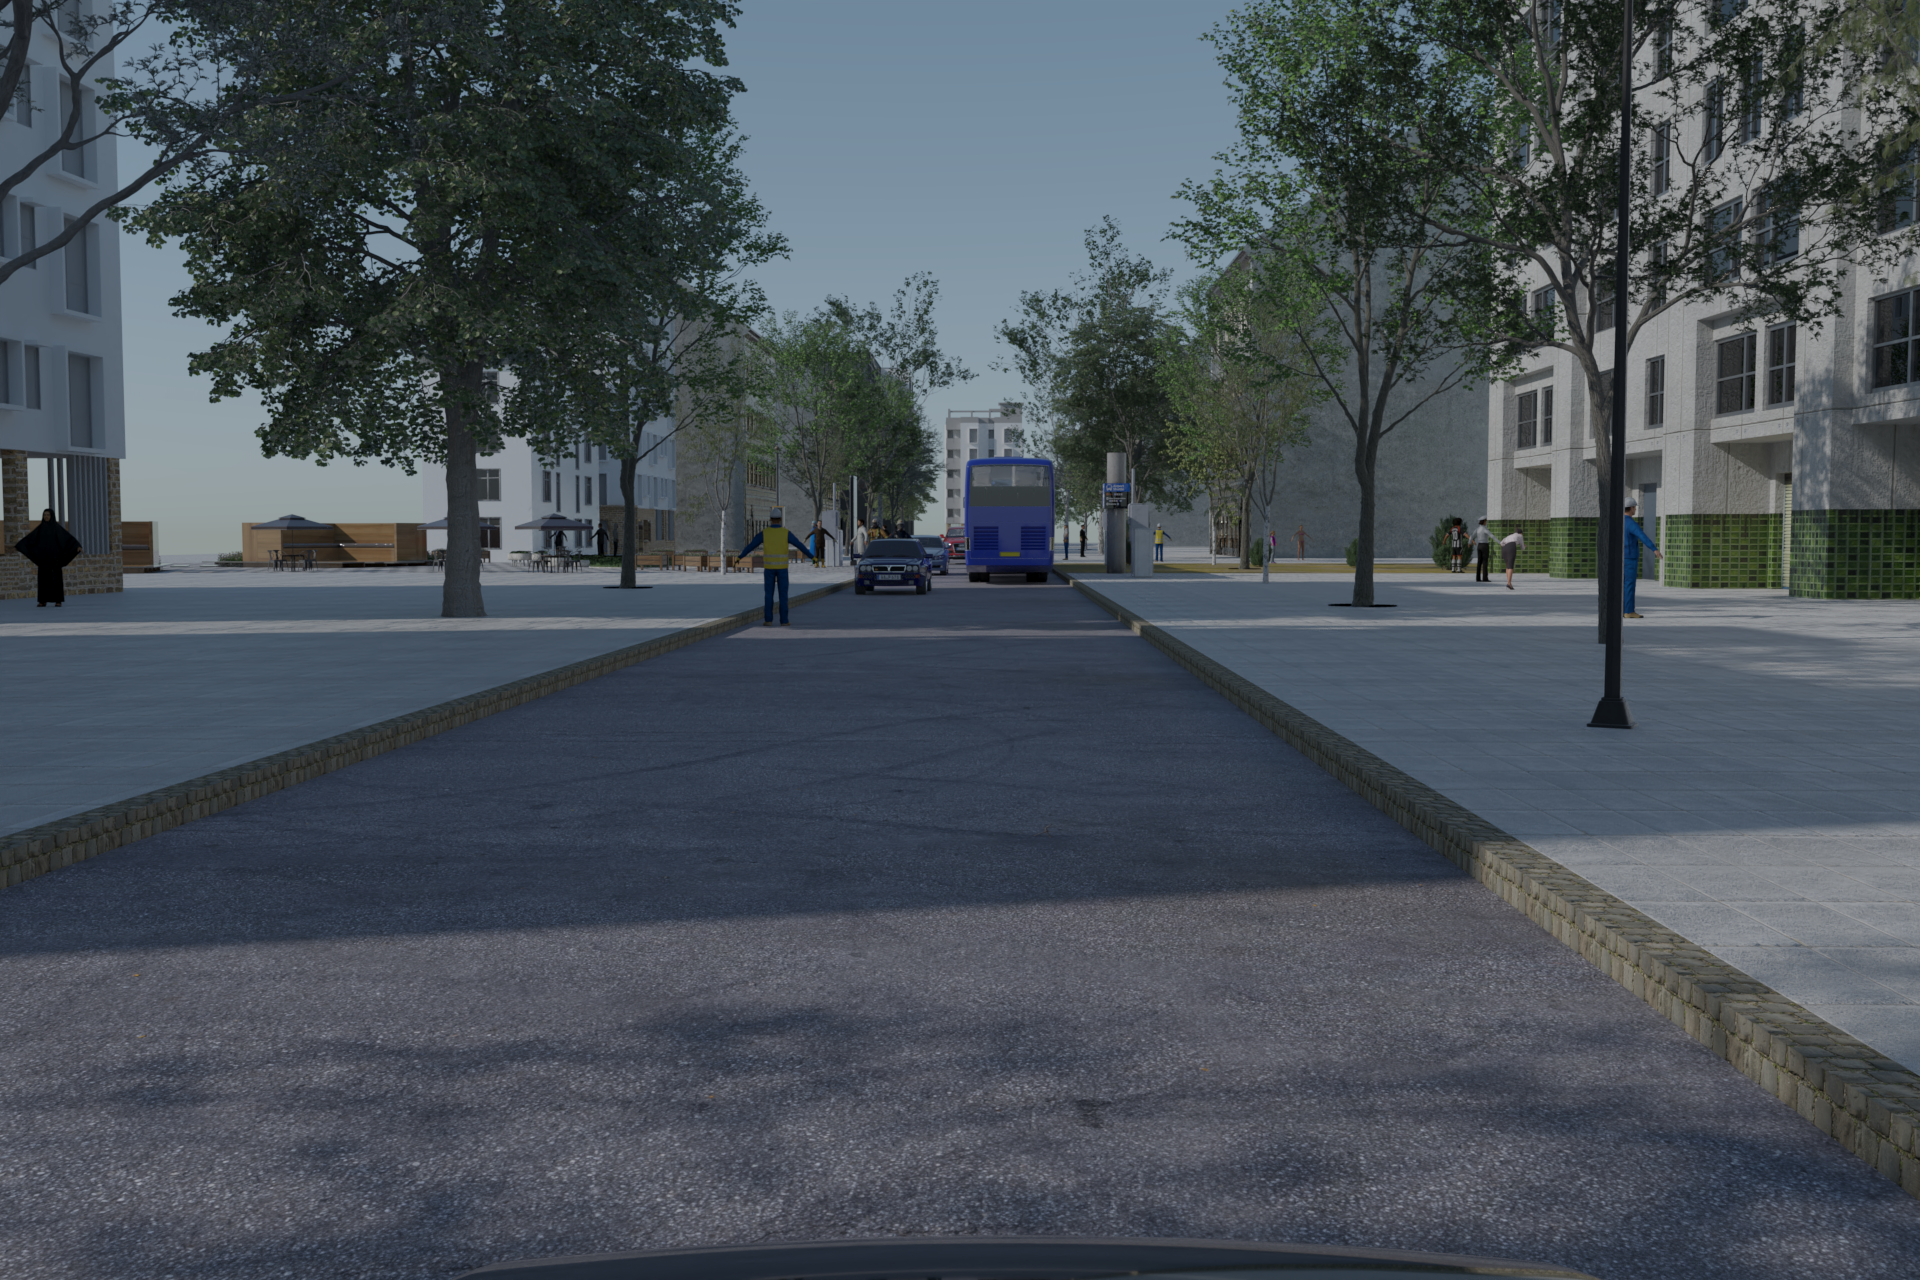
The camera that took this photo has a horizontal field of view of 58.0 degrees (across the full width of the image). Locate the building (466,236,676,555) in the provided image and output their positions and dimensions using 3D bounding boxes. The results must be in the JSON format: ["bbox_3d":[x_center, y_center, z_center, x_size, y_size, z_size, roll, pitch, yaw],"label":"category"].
[{"bbox_3d":[-25.426,-15.512,110.046,16.016,20.090,11.380,0,4,1],"label":"building"}]

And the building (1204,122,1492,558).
[{"bbox_3d":[24.894,-16.473,100.268,19.493,23.208,18.063,0,4,2],"label":"building"}]

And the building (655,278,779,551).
[{"bbox_3d":[-24.775,-18.674,136.253,19.493,23.208,18.063,0,4,2],"label":"building"}]

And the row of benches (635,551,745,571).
[{"bbox_3d":[-9.474,-2.793,61.134,4.104,0.672,1.422,1,4,14],"label":"row of benches"}]

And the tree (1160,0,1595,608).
[{"bbox_3d":[7.159,-6.381,30.082,9.928,11.665,9.643,0,3,0],"label":"tree"}]

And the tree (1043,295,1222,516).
[{"bbox_3d":[9.129,-11.303,91.455,9.857,13.997,8.962,0,3,0],"label":"tree"}]

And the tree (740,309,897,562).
[{"bbox_3d":[-6.616,-9.420,79.778,9.928,11.665,9.643,0,3,0],"label":"tree"}]

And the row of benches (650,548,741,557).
[{"bbox_3d":[-11.727,-3.722,76.321,4.104,0.672,1.422,0,4,-6],"label":"row of benches"}]

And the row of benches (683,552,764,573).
[{"bbox_3d":[-7.824,-2.595,57.883,1.422,0.672,4.104,-3,5,-43],"label":"row of benches"}]

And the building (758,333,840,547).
[{"bbox_3d":[-22.714,-21.415,181.064,19.493,23.208,18.063,0,4,1],"label":"building"}]

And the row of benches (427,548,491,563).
[{"bbox_3d":[-22.652,-3.736,76.550,4.104,0.672,1.422,-3,5,-39],"label":"row of benches"}]

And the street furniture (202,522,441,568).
[{"bbox_3d":[-25.057,-3.869,70.118,11.010,1.723,9.812,1,4,20],"label":"street furniture"}]

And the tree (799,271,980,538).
[{"bbox_3d":[-4.239,-16.361,123.390,12.611,20.169,13.585,0,3,0],"label":"tree"}]

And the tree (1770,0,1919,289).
[{"bbox_3d":[7.019,-3.786,12.267,4.360,8.622,3.978,0,3,0],"label":"tree"}]

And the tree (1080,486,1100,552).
[{"bbox_3d":[9.926,-10.466,121.482,4.737,8.622,4.395,0,3,0],"label":"tree"}]

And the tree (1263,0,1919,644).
[{"bbox_3d":[7.722,-5.252,20.285,8.767,10.594,7.601,1,4,14],"label":"tree"}]

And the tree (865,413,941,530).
[{"bbox_3d":[-5.417,-14.706,158.566,7.486,12.596,7.792,0,3,0],"label":"tree"}]

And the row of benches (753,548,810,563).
[{"bbox_3d":[-7.698,-3.740,76.604,1.422,0.672,4.104,2,4,29],"label":"row of benches"}]

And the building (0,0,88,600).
[{"bbox_3d":[-23.789,-10.302,24.865,16.016,20.090,11.380,0,4,2],"label":"building"}]

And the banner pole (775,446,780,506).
[{"bbox_3d":[-5.197,-3.644,49.604,0.401,3.779,0.863,0,4,1],"label":"banner pole"}]

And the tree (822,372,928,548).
[{"bbox_3d":[-5.680,-11.284,110.245,9.928,11.665,9.643,0,3,0],"label":"tree"}]

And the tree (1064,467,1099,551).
[{"bbox_3d":[9.408,-10.889,128.405,4.737,8.622,4.395,0,3,0],"label":"tree"}]

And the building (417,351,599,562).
[{"bbox_3d":[-23.919,-9.267,93.666,9.099,9.664,28.070,0,4,1],"label":"building"}]

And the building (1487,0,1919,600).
[{"bbox_3d":[25.553,-10.705,41.484,16.747,18.905,31.486,0,4,2],"label":"building"}]

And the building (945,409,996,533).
[{"bbox_3d":[-1.776,-24.042,251.971,11.380,20.090,16.016,0,4,-6],"label":"building"}]

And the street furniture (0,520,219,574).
[{"bbox_3d":[-31.140,-3.192,59.039,11.010,1.723,9.812,-1,4,-19],"label":"street furniture"}]

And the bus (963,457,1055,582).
[{"bbox_3d":[1.473,-3.841,54.355,2.896,3.916,12.251,0,4,1],"label":"bus"}]

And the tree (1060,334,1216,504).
[{"bbox_3d":[8.423,-8.904,79.992,8.767,10.594,7.601,3,4,39],"label":"tree"}]

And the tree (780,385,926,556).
[{"bbox_3d":[-6.502,-10.153,100.407,8.767,10.594,7.601,-1,4,-22],"label":"tree"}]

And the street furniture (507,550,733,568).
[{"bbox_3d":[-13.182,-3.226,68.368,10.072,0.657,5.734,2,4,35],"label":"street furniture"}]

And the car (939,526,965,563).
[{"bbox_3d":[0.165,-4.581,83.565,2.281,1.827,5.304,0,4,1],"label":"car"}]

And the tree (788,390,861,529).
[{"bbox_3d":[-6.567,-8.426,88.135,4.360,8.622,3.978,0,3,0],"label":"tree"}]

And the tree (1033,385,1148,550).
[{"bbox_3d":[10.367,-14.107,141.026,12.009,13.543,11.850,0,3,0],"label":"tree"}]

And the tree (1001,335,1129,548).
[{"bbox_3d":[9.724,-18.795,163.187,12.611,20.169,13.585,0,3,0],"label":"tree"}]

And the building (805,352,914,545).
[{"bbox_3d":[-20.229,-22.422,210.569,27.936,21.610,32.646,0,4,1],"label":"building"}]

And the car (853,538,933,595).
[{"bbox_3d":[-1.602,-1.816,42.278,1.945,1.354,3.894,0,4,2],"label":"car"}]

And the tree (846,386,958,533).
[{"bbox_3d":[-5.381,-14.094,140.804,12.009,13.543,11.850,0,3,0],"label":"tree"}]

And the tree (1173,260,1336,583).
[{"bbox_3d":[8.033,-5.768,44.675,4.360,8.622,3.978,0,3,0],"label":"tree"}]

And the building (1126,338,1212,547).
[{"bbox_3d":[27.154,-21.515,182.691,19.493,23.208,18.063,0,4,1],"label":"building"}]

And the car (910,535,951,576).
[{"bbox_3d":[-1.296,-3.016,61.318,2.014,1.417,4.499,0,4,1],"label":"car"}]
